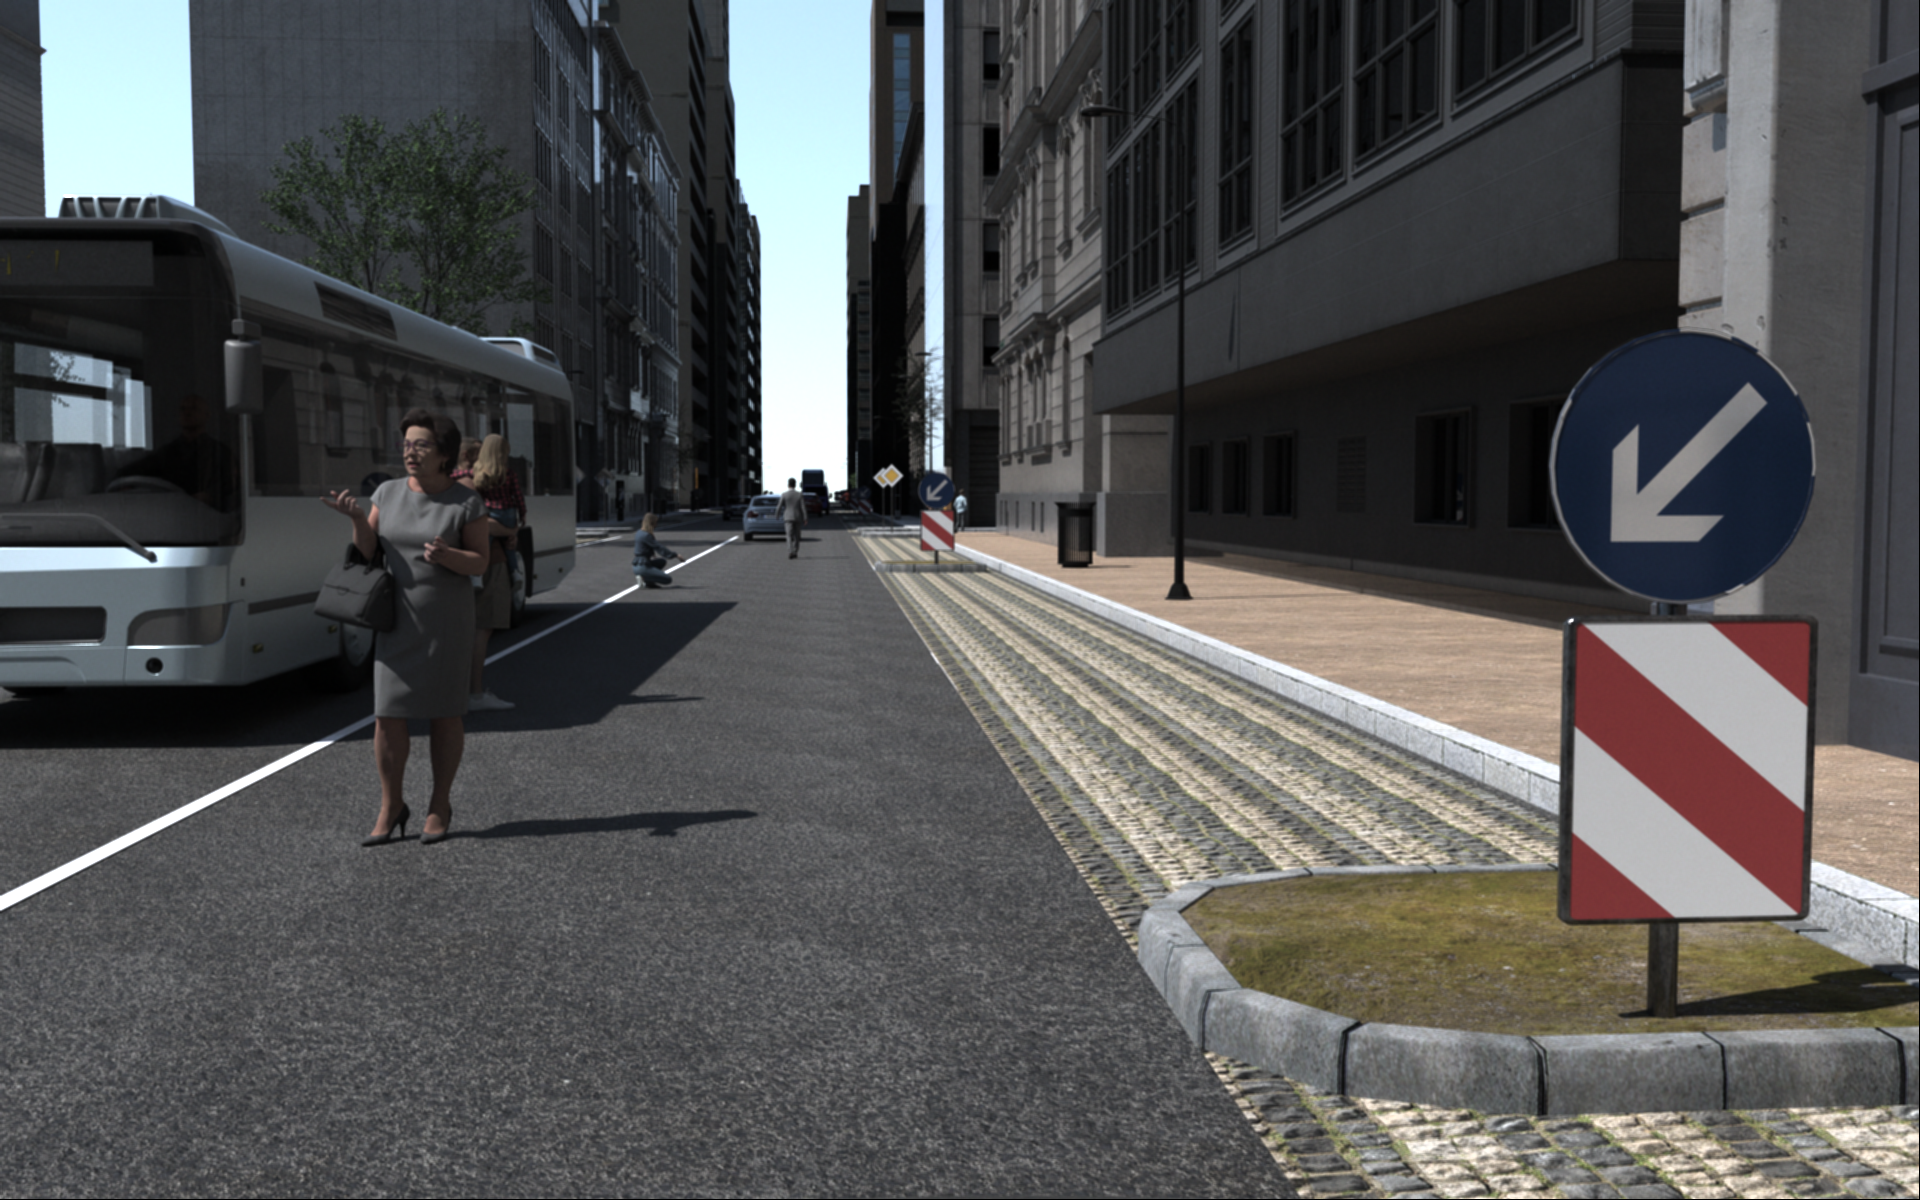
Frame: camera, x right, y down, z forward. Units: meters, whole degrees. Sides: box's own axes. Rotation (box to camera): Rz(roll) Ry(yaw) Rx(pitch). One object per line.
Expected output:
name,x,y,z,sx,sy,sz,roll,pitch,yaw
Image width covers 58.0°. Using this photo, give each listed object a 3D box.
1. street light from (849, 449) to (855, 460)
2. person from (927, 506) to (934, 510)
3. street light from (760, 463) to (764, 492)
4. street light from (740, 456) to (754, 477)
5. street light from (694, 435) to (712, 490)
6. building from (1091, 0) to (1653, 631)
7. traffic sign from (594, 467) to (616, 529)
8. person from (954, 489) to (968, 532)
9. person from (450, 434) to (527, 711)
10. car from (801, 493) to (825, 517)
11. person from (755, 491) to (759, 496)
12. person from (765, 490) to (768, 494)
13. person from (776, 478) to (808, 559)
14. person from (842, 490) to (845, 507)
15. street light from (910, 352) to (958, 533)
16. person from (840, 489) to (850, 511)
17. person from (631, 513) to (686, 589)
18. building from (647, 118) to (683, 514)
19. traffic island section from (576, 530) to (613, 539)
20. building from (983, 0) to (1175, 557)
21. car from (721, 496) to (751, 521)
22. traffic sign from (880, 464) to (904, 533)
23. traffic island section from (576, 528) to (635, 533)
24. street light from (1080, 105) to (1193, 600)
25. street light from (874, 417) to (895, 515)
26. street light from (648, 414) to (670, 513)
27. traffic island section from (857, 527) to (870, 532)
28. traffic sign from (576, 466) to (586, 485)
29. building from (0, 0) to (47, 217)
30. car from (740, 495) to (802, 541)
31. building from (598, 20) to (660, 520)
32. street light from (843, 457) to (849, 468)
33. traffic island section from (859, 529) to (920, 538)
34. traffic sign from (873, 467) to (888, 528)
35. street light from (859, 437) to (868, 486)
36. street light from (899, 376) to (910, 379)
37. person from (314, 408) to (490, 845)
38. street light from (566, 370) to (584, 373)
street light,-10.499,-12.703,180.240,1.470,5.913,1.316,0,4,-5
person,-0.841,-2.077,47.133,0.373,1.253,0.362,1,4,15
street light,-30.027,-17.541,259.329,1.470,5.913,1.316,0,4,-5
street light,-27.207,-15.346,223.444,1.470,5.913,1.316,0,4,-5
street light,-20.756,-10.266,140.384,1.470,5.913,1.316,0,4,-5
building,10.472,-13.968,21.879,14.314,27.812,24.014,0,4,-5
traffic sign,-13.196,-3.714,64.367,0.795,2.450,0.064,0,4,-5
person,0.061,-3.061,60.350,0.330,1.601,0.589,-3,5,-44
person,-3.176,-0.189,11.569,0.580,1.828,0.573,1,4,17
car,-9.532,-6.084,108.510,2.155,1.783,4.494,0,4,-4
person,-22.579,-11.276,193.538,1.217,1.739,0.721,-3,4,-38
person,-15.703,-8.098,141.608,0.721,1.736,1.217,-1,4,-9
person,-3.730,-1.816,38.465,0.678,1.792,0.850,-1,4,-12
person,-11.730,-10.086,173.371,0.705,1.831,1.348,-1,4,-17
street light,-0.795,-5.152,56.773,1.470,5.913,1.316,0,4,-5
person,-9.423,-8.348,144.920,1.348,1.831,0.705,-1,4,-14
person,-4.654,-0.757,26.377,0.738,1.151,1.012,-1,4,-23
building,-26.104,-20.240,116.827,13.634,28.700,20.117,0,4,-5
traffic island section,-12.590,-2.091,56.466,2.009,0.180,2.903,0,4,-5
building,8.257,-15.801,45.739,14.401,28.519,23.554,0,4,-5
car,-12.010,-5.005,94.417,1.945,1.354,3.894,0,4,-5
traffic sign,-2.253,-3.276,57.198,0.795,2.450,0.064,0,4,-5
traffic island section,-13.219,-2.578,64.427,2.009,0.180,2.903,0,4,-5
street light,2.131,-2.958,20.909,1.470,5.913,1.316,0,4,-5
street light,-4.454,-8.034,103.905,1.470,5.913,1.316,0,4,-5
street light,-17.555,-7.854,100.953,1.470,5.913,1.316,0,4,-5
traffic island section,-2.860,-2.627,65.237,2.009,0.180,2.903,0,4,-5
traffic sign,-12.567,-3.227,56.407,0.795,2.450,0.064,0,4,-5
building,-52.485,-17.626,65.682,29.804,29.767,11.434,0,4,-5
car,-5.858,-2.571,54.043,2.014,1.417,4.499,0,4,-6
building,-24.259,-18.771,94.300,14.401,28.519,23.554,0,4,-5
street light,-14.272,-15.564,227.011,1.470,5.913,1.316,0,4,-5
traffic island section,-2.231,-2.140,57.277,2.009,0.180,2.903,0,4,-5
traffic sign,-2.882,-3.762,65.158,0.795,2.450,0.064,0,4,-5
street light,-7.724,-10.509,144.364,1.470,5.913,1.316,0,4,-5
street light,-1.681,-5.840,68.028,1.470,5.913,1.316,0,4,-5
person,-2.298,0.110,7.063,0.716,1.782,0.532,0,4,3
street light,-14.786,-5.657,65.035,1.470,5.913,1.316,0,4,-5
